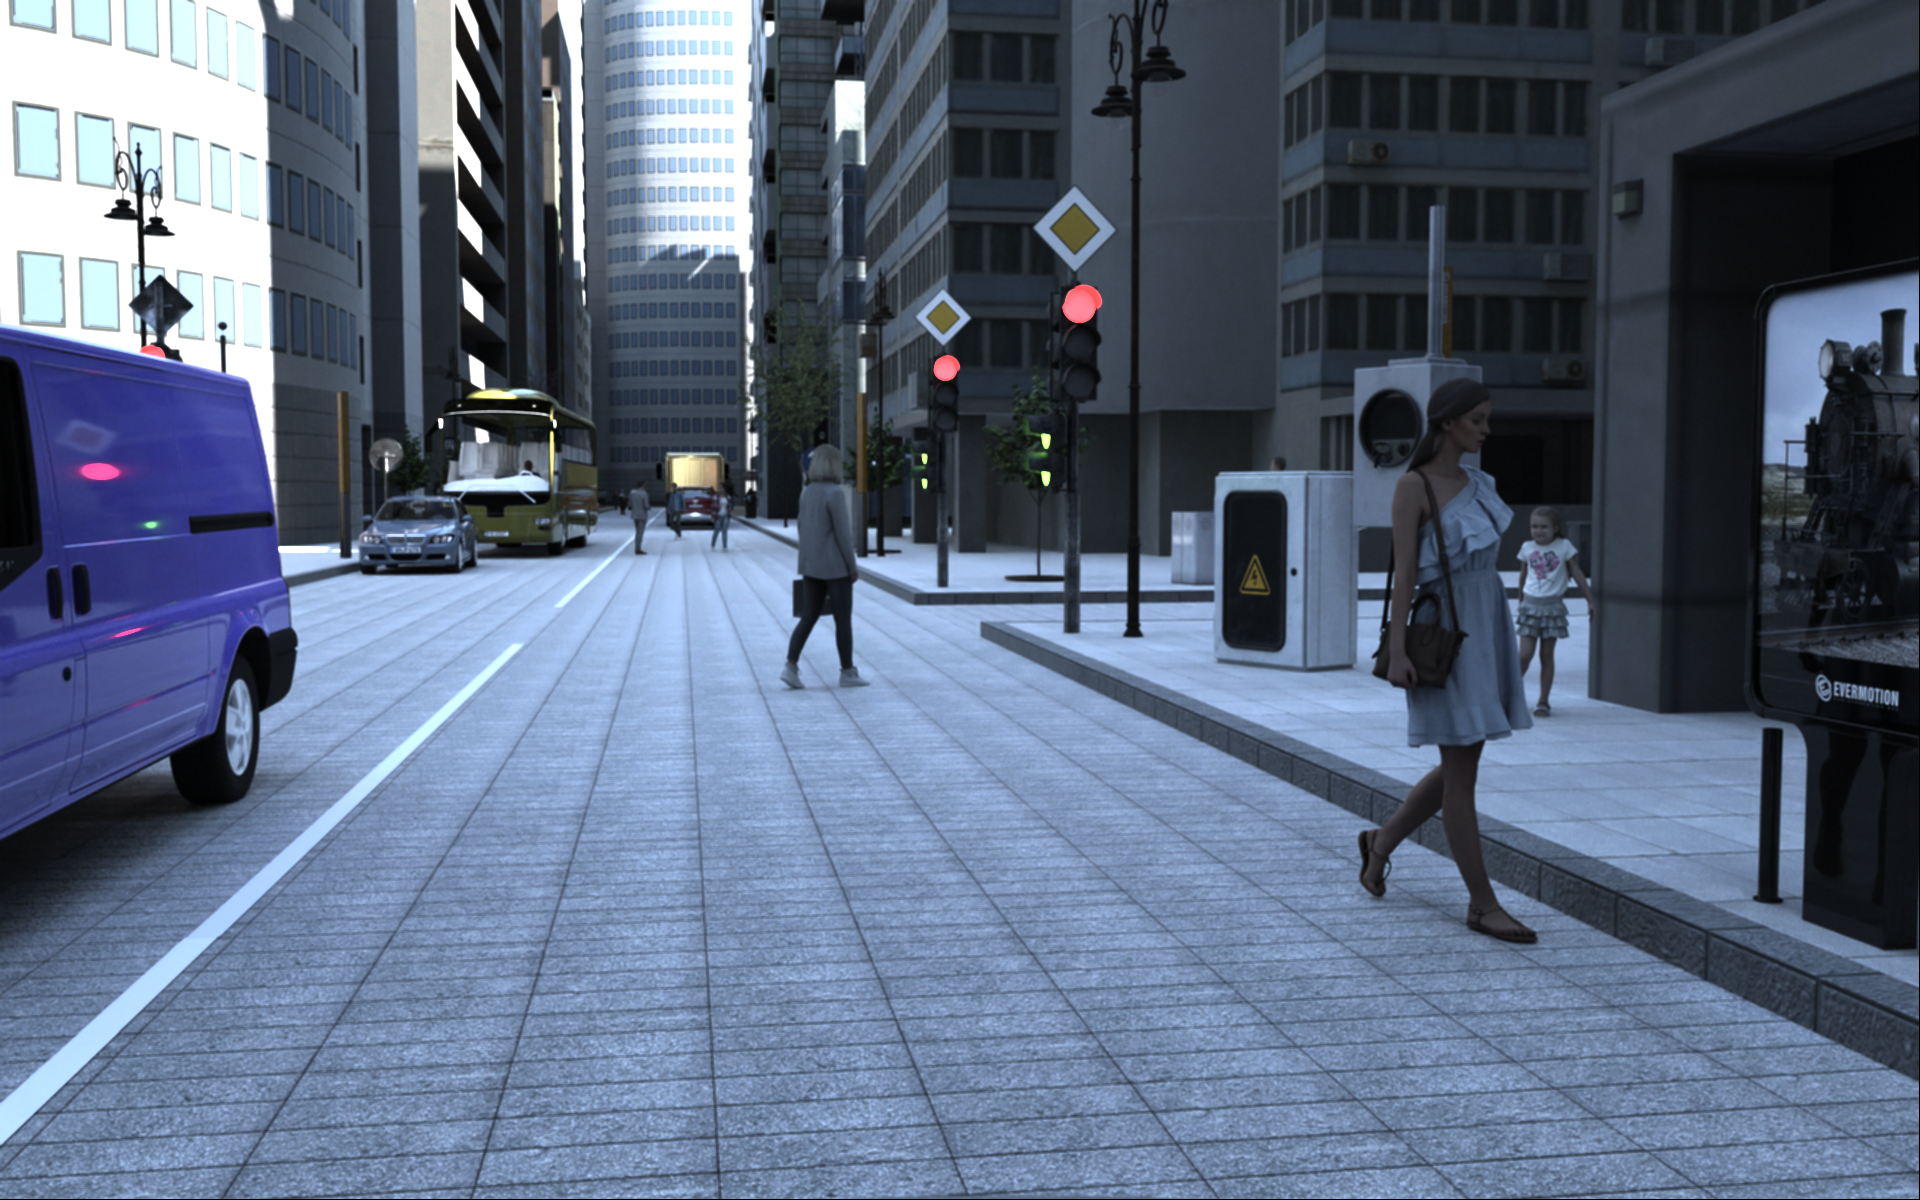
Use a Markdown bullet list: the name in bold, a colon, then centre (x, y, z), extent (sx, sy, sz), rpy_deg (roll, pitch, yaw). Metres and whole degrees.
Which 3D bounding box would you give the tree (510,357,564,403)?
- **tree**: centre (-23.198, -8.735, 93.182), extent (4.360, 8.622, 3.978), rpy_deg (0, 3, 0)

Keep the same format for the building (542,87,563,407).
- **building**: centre (-34.481, -21.093, 116.566), extent (14.160, 30.474, 14.107), rpy_deg (-1, 4, -9)

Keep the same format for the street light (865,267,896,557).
- **street light**: centre (-1.625, -3.834, 35.481), extent (0.468, 5.910, 1.993), rpy_deg (-1, 4, -9)

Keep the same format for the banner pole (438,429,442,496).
- **banner pole**: centre (-19.700, -4.676, 66.463), extent (0.863, 3.779, 0.401), rpy_deg (-3, 4, -38)

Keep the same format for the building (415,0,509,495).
- **building**: centre (-32.137, -27.690, 76.429), extent (21.300, 48.544, 21.600), rpy_deg (-1, 4, -9)

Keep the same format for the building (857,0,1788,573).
- **building**: centre (10.115, -21.529, 43.876), extent (23.993, 40.220, 32.217), rpy_deg (-1, 4, -9)

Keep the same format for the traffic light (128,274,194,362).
- **traffic light**: centre (-10.187, -2.034, 22.184), extent (0.839, 4.253, 0.868), rpy_deg (-1, 4, -9)

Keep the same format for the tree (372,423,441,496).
- **tree**: centre (-15.154, -3.216, 47.186), extent (1.663, 3.219, 1.824), rpy_deg (0, 3, 0)

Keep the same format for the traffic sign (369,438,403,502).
- **traffic sign**: centre (-13.108, -2.415, 39.596), extent (0.768, 2.556, 0.104), rpy_deg (0, 4, -2)

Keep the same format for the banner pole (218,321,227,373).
- **banner pole**: centre (-10.790, -2.165, 25.418), extent (0.401, 3.779, 0.863), rpy_deg (-2, 4, -27)

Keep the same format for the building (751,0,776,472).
- **building**: centre (-1.593, -33.080, 130.092), extent (28.713, 52.752, 27.495), rpy_deg (-1, 4, -9)

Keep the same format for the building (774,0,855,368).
- **building**: centre (-4.572, -25.958, 108.001), extent (14.154, 41.232, 14.086), rpy_deg (-1, 4, -9)

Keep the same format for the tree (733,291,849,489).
- **tree**: centre (-5.747, -6.821, 61.886), extent (4.737, 8.622, 4.395), rpy_deg (0, 3, 0)

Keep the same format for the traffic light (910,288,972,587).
- **traffic light**: centre (-0.256, -2.133, 23.797), extent (0.839, 4.253, 0.868), rpy_deg (-1, 4, -9)

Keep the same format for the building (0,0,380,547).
- **building**: centre (-26.947, -30.684, 43.690), extent (21.231, 58.520, 28.212), rpy_deg (-1, 4, -9)

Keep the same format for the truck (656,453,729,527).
- **truck**: centre (-12.299, -5.143, 80.017), extent (3.469, 3.379, 9.791), rpy_deg (-1, 4, -9)

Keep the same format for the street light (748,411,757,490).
- **street light**: centre (-11.643, -7.594, 96.950), extent (0.468, 5.910, 1.993), rpy_deg (-1, 4, -9)

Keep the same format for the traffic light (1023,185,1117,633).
- **traffic light**: centre (1.017, -1.651, 15.914), extent (0.839, 4.253, 0.868), rpy_deg (-1, 4, -9)

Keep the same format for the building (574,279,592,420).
- **building**: centre (-48.348, -18.934, 154.611), extent (28.899, 21.520, 27.650), rpy_deg (-1, 4, -9)

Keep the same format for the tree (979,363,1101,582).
- **tree**: centre (1.049, -1.906, 25.771), extent (1.663, 3.219, 1.824), rpy_deg (0, 3, 0)

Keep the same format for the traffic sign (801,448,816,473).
- **traffic sign**: centre (-3.970, -2.904, 47.591), extent (0.768, 2.556, 0.104), rpy_deg (0, 4, 0)

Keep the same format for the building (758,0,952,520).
- **building**: centre (1.977, -47.102, 82.794), extent (22.319, 86.520, 31.000), rpy_deg (-1, 4, -9)

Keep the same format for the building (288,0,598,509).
- **building**: centre (-54.641, -39.454, 187.063), extent (28.212, 58.520, 21.231), rpy_deg (-1, 4, -9)

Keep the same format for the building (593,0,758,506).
- **building**: centre (-26.704, -39.696, 191.021), extent (28.212, 58.520, 21.231), rpy_deg (-1, 4, -9)

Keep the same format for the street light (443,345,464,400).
- **street light**: centre (-15.730, -4.963, 53.940), extent (0.468, 5.910, 1.993), rpy_deg (-1, 4, -9)

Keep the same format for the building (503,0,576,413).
- **building**: centre (-36.622, -29.384, 130.539), extent (14.600, 45.320, 14.200), rpy_deg (-1, 4, -9)

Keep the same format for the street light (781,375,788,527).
- **street light**: centre (-6.709, -5.732, 66.510), extent (0.468, 5.910, 1.993), rpy_deg (-1, 4, -9)

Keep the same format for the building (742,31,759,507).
- **building**: centre (-7.895, -32.975, 158.755), extent (23.786, 49.044, 30.456), rpy_deg (-1, 4, -9)

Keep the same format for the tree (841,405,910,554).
- **tree**: centre (-1.926, -2.637, 37.720), extent (1.663, 3.219, 1.824), rpy_deg (0, 3, 0)

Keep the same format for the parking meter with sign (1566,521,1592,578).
- **parking meter with sign**: centre (10.212, -1.856, 26.612), extent (1.738, 3.016, 0.543), rpy_deg (-1, 4, -14)

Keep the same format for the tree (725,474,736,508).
- **tree**: centre (-22.225, -10.439, 165.275), extent (1.663, 3.219, 1.824), rpy_deg (0, 3, 0)

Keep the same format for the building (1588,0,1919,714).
- **building**: centre (15.663, -34.370, 0.196), extent (20.563, 71.187, 20.611), rpy_deg (-1, 4, -9)
